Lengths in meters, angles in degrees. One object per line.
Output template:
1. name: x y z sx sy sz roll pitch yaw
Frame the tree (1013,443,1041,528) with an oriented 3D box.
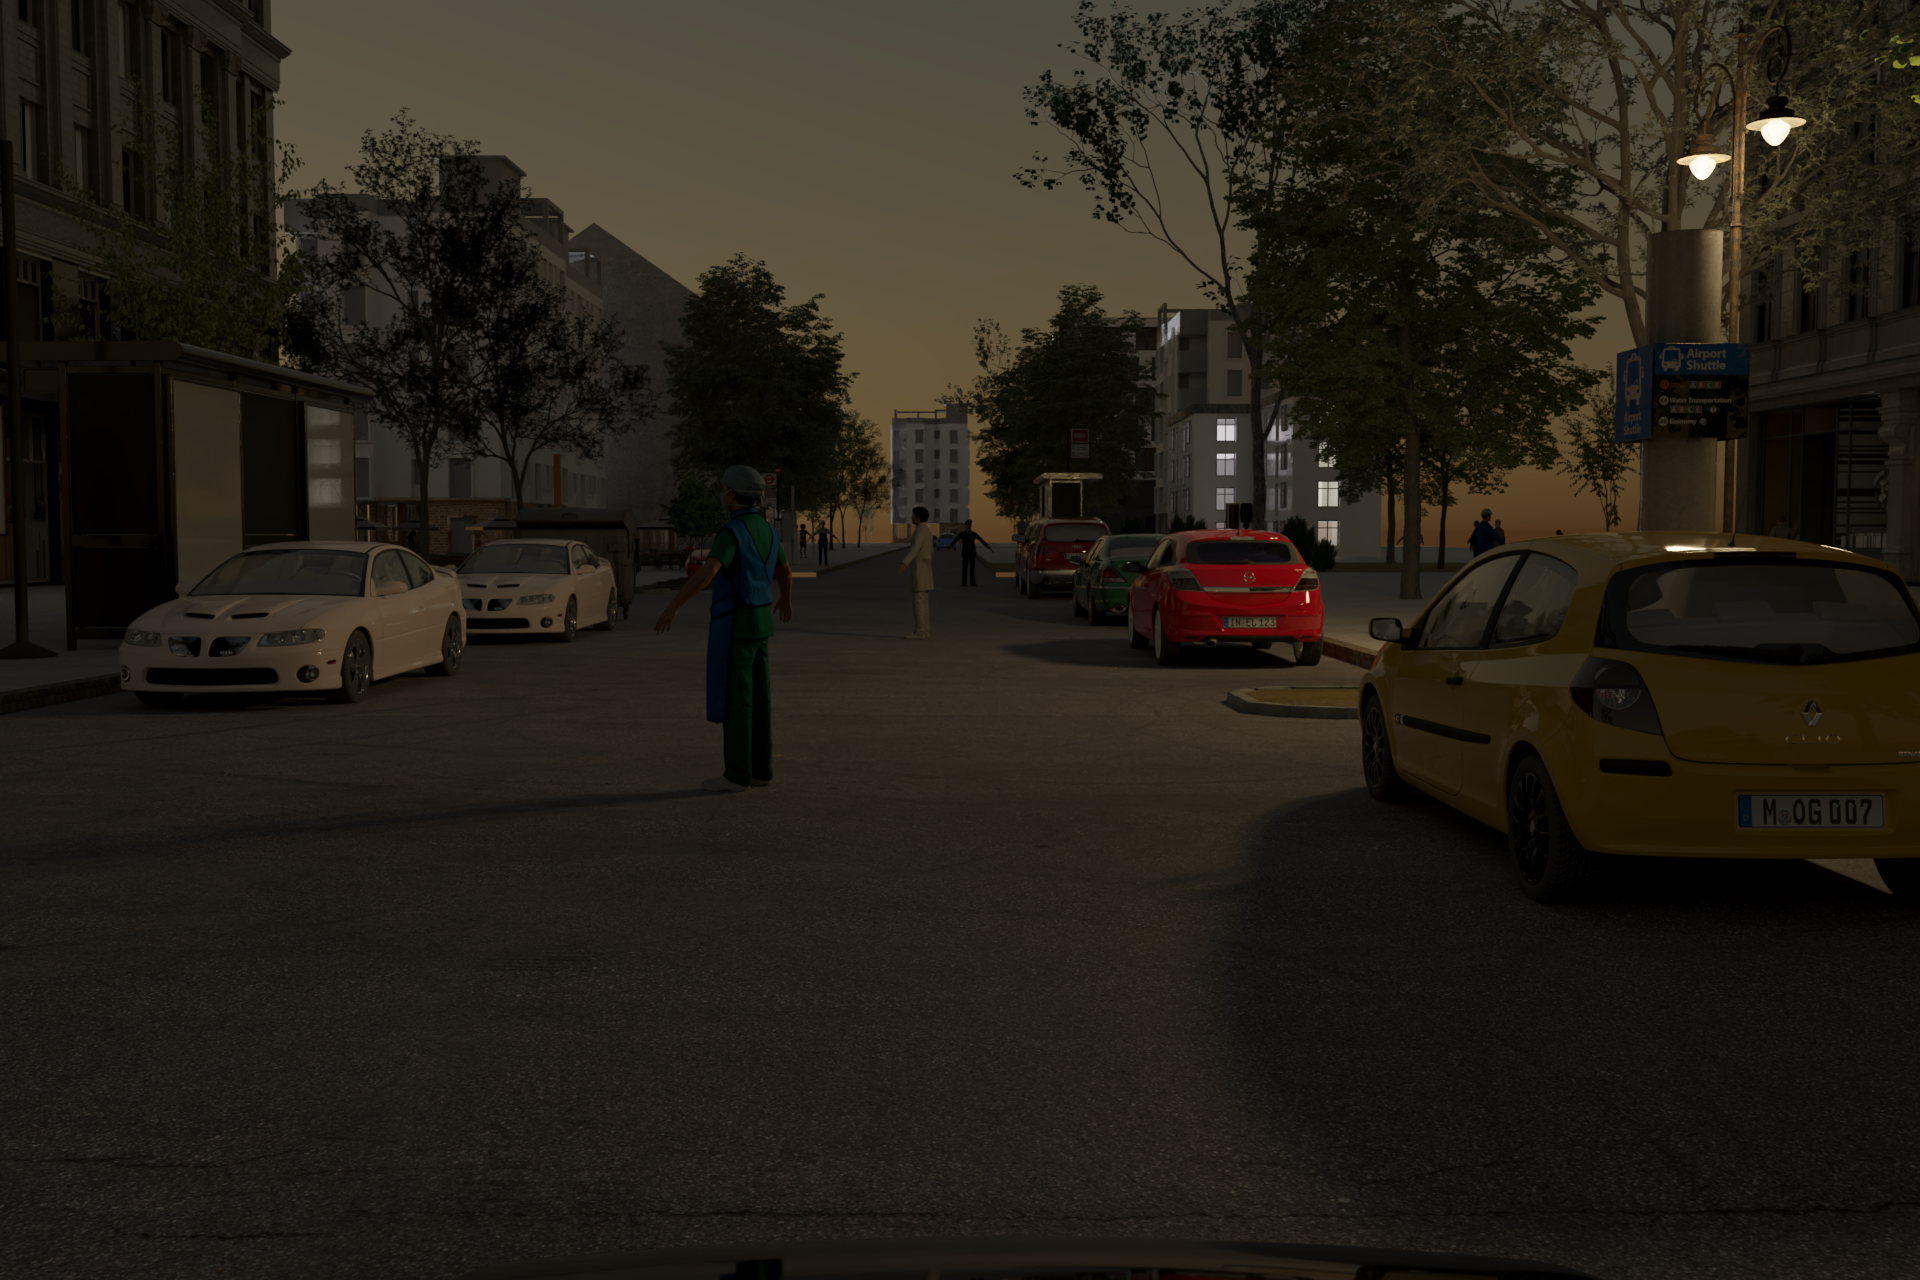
1. tree: 5.291 -10.898 128.546 4.737 8.622 4.395 0 3 0

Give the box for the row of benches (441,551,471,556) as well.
1. row of benches: -16.659 -2.818 61.531 4.104 0.672 1.422 2 4 27

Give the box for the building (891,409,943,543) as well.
1. building: -9.630 -24.127 253.358 11.380 20.090 16.016 -1 4 -9

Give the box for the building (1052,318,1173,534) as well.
1. building: 23.317 -20.542 179.837 27.936 21.610 32.646 0 3 0

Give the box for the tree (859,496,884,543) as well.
1. tree: -12.697 -18.650 255.295 4.360 8.622 3.978 0 3 0

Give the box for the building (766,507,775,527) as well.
1. building: -30.161 -21.797 187.315 19.493 23.208 18.063 0 4 -1

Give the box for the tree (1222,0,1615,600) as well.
1. tree: 8.550 -7.090 34.055 7.486 12.596 7.792 0 3 0

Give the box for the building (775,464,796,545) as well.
1. building: -26.052 -21.617 209.855 16.016 20.090 11.380 0 4 0

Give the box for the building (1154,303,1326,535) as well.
1. building: 21.225 -17.499 142.520 16.016 20.090 11.380 0 4 -1

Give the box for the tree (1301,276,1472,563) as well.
1. tree: 18.642 -9.675 76.311 7.486 12.596 7.792 0 3 0

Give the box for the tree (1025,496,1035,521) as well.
1. tree: 10.620 -18.693 255.988 4.360 8.622 3.978 0 3 0

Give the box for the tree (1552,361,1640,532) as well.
1. tree: 27.189 -7.503 73.044 4.737 8.622 4.395 0 3 0

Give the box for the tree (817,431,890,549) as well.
1. tree: -10.100 -13.271 151.385 8.767 10.594 7.601 0 4 6

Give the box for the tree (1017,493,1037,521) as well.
1. tree: 5.694 -11.755 142.556 4.737 8.622 4.395 0 3 0

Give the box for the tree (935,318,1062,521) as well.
1. tree: 4.119 -18.199 153.446 12.611 20.169 13.585 0 3 0

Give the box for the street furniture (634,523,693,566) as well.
1. street furniture: -14.568 -3.980 71.931 11.010 1.723 9.812 1 4 14

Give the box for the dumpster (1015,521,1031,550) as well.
1. dumpster: 2.774 -2.988 57.072 1.865 1.857 1.264 0 4 -2

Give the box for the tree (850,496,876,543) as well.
1. tree: -13.255 -18.233 248.473 4.360 8.622 3.978 0 3 0

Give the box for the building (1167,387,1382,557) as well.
1. building: 19.505 -10.377 111.811 9.099 9.664 28.070 0 4 0

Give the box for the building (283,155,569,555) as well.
1. building: -27.655 -14.158 87.903 16.016 20.090 11.380 0 4 -1

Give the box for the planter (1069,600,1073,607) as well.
1. planter: 3.188 -0.823 34.601 1.991 0.319 1.994 0 4 -1

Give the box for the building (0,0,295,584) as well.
1. building: -28.364 -16.246 45.218 16.754 29.471 25.880 0 4 -1

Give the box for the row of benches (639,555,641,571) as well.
1. row of benches: -12.882 -2.667 59.073 4.104 0.672 1.422 -3 4 -37

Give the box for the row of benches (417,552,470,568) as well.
1. row of benches: -17.864 -2.598 57.948 4.104 0.672 1.422 2 4 29

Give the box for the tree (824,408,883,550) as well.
1. tree: -10.212 -13.061 139.296 9.928 11.665 9.643 0 3 0

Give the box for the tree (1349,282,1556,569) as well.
1. tree: 17.736 -7.826 62.367 7.601 10.594 8.767 0 4 -2

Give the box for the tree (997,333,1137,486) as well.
1. tree: 5.495 -9.959 88.577 9.928 11.665 9.643 0 3 0

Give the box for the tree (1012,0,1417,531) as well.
1. tree: 7.633 -11.773 48.381 12.611 20.169 13.585 0 3 0

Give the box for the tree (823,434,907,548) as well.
1. tree: -9.349 -13.893 161.555 8.767 10.594 7.601 -2 4 -27

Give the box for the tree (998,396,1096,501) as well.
1. tree: 5.429 -10.304 102.886 7.601 10.594 8.767 -3 4 -39

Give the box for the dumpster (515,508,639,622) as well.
1. dumpster: -6.325 -1.247 28.603 1.865 1.857 1.264 0 3 0

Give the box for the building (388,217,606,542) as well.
1. building: -29.044 -15.194 104.840 16.016 20.090 11.380 0 4 0

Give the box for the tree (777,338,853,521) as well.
1. tree: -9.886 -11.107 99.719 7.486 12.596 7.792 0 3 0

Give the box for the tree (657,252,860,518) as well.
1. tree: -9.127 -10.504 78.399 9.857 13.997 8.962 0 3 0

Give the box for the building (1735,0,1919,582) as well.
1. building: 27.253 -12.198 49.400 10.553 20.879 40.483 0 4 0

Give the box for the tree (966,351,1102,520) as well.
1. tree: 5.492 -12.893 117.455 9.857 13.997 8.962 0 3 0

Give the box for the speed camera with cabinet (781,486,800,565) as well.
1. speed camera with cabinet: -7.042 -4.743 71.891 0.660 3.252 2.038 0 4 1

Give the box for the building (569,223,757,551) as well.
1. building: -25.934 -18.400 131.776 19.493 23.208 18.063 0 4 -1

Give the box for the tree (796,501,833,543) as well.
1. tree: -21.411 -19.561 254.237 7.601 10.594 8.767 0 4 5

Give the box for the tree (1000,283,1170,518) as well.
1. tree: 5.676 -9.857 79.294 7.486 12.596 7.792 0 3 0

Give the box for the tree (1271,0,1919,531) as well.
1. tree: 8.968 -6.834 22.103 12.009 13.543 11.850 0 3 0

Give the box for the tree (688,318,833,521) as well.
1. tree: -10.550 -10.448 88.958 7.486 12.596 7.792 0 3 0

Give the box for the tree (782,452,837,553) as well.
1. tree: -10.094 -10.189 116.950 4.737 8.622 4.395 0 3 0

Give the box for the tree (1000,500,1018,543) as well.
1. tree: 8.217 -18.383 250.921 4.360 8.622 3.978 0 3 0

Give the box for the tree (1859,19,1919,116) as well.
1. tree: 8.946 -6.231 8.527 9.857 13.997 8.962 0 3 0
